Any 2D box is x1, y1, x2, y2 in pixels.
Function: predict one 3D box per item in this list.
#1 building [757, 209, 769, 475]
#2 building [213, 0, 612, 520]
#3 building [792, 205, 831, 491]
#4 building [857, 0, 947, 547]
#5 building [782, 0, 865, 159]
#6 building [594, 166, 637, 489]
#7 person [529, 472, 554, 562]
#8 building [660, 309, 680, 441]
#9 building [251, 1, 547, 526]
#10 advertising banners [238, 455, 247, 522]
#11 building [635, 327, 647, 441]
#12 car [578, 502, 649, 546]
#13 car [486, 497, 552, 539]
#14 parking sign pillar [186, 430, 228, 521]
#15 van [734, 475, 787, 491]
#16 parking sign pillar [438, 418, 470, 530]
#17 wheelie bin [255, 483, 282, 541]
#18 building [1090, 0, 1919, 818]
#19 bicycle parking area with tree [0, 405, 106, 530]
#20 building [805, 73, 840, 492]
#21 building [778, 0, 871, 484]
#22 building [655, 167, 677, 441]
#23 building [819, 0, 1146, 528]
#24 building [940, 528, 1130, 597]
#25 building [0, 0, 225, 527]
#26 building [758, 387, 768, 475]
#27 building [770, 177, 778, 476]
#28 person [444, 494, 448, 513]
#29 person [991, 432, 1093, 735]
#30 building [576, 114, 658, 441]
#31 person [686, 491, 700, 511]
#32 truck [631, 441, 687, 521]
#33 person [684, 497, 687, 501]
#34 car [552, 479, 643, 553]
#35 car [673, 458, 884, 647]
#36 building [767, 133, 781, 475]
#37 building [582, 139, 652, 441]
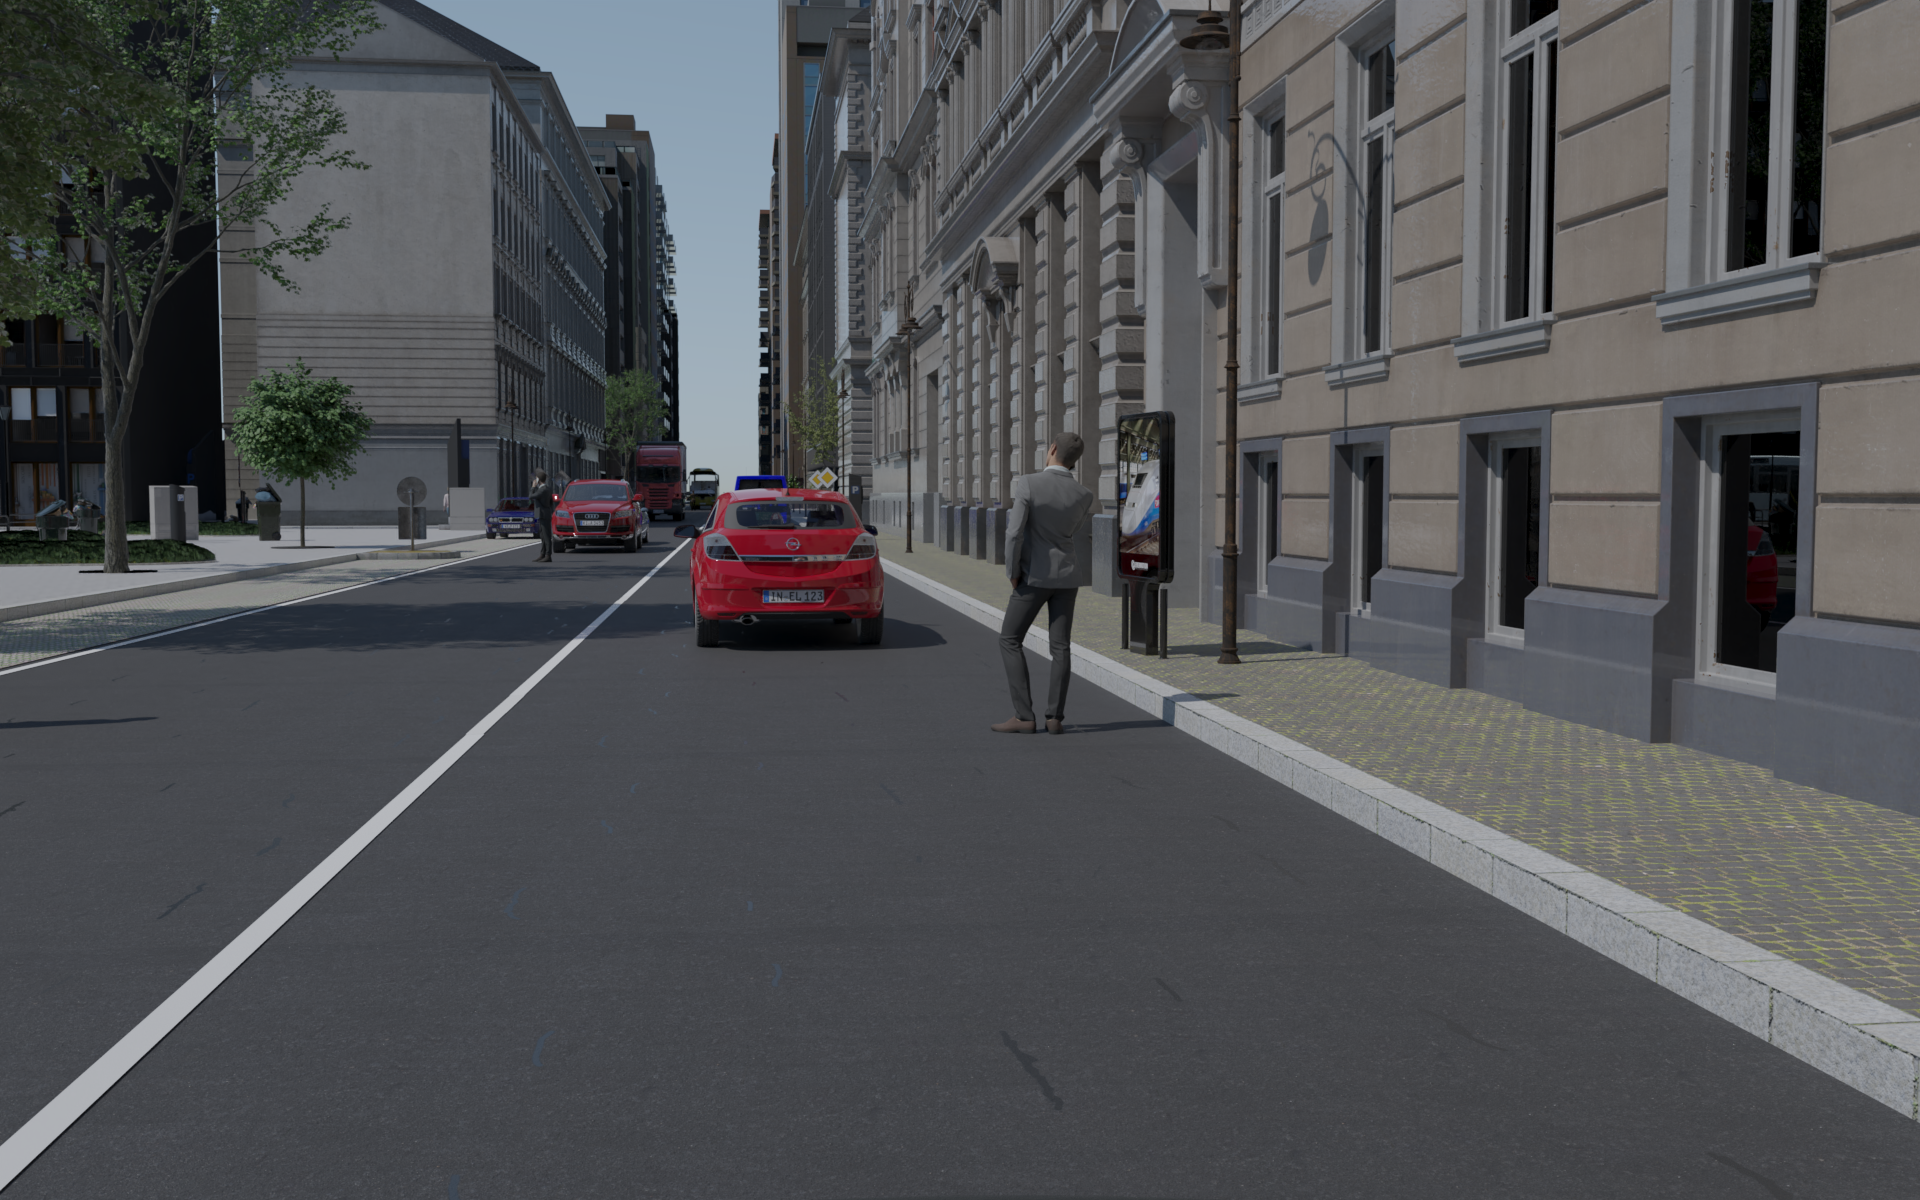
[{"bbox_3d":[-19.271,-37.126,261.637,22.147,44.769,28.867,0,4,-7],"label":"building"},{"bbox_3d":[-31.745,-20.295,108.242,17.030,29.872,44.131,0,4,-7],"label":"building"},{"bbox_3d":[-4.276,-18.330,132.984,16.112,22.955,30.059,0,4,-7],"label":"building"},{"bbox_3d":[4.254,-16.220,52.595,14.401,28.519,23.554,0,4,-7],"label":"building"},{"bbox_3d":[-9.003,-31.074,158.173,14.600,45.320,14.200,0,4,-7],"label":"building"},{"bbox_3d":[-35.858,-23.231,151.527,14.160,30.474,14.107,0,4,-7],"label":"building"},{"bbox_3d":[-8.801,-1.744,36.378,0.474,1.900,0.648,0,4,-7],"label":"person"},{"bbox_3d":[-50.282,-30.169,264.956,14.160,30.474,14.107,0,4,-7],"label":"building"},{"bbox_3d":[-24.521,-13.999,78.040,9.793,20.994,18.267,0,4,-7],"label":"building"},{"bbox_3d":[-30.008,-4.659,72.370,0.090,3.025,2.074,-1,4,-15],"label":"advertising banners"},{"bbox_3d":[-45.919,-20.014,172.273,27.650,21.520,28.899,0,4,-7],"label":"building"},{"bbox_3d":[-9.897,-2.298,49.569,2.014,1.417,4.499,0,4,-6],"label":"car"},{"bbox_3d":[-14.232,-2.658,56.043,1.945,1.354,3.894,0,4,-6],"label":"car"},{"bbox_3d":[-31.676,-5.125,72.263,1.447,3.967,1.447,1,4,12],"label":"parking sign pillar"},{"bbox_3d":[-6.781,-3.339,58.973,2.240,2.365,5.245,0,4,-7],"label":"van"},{"bbox_3d":[-18.045,-4.516,62.306,1.447,3.967,1.447,-2,4,-32],"label":"parking sign pillar"},{"bbox_3d":[-18.975,-2.423,47.518,0.693,1.594,0.980,-2,4,-25],"label":"wheelie bin"},{"bbox_3d":[9.460,-13.754,10.782,13.634,28.700,20.117,0,4,-7],"label":"building"},{"bbox_3d":[-33.460,-4.253,56.545,8.231,4.147,9.016,1,4,19],"label":"bicycle parking area with tree"},{"bbox_3d":[-1.842,-19.109,105.941,14.314,27.812,24.014,0,4,-7],"label":"building"},{"bbox_3d":[-8.152,-38.974,179.216,21.231,58.520,28.212,0,4,-7],"label":"building"},{"bbox_3d":[-52.184,-38.023,241.285,23.786,49.044,30.456,0,4,-7],"label":"building"},{"bbox_3d":[4.013,-15.183,77.122,19.941,23.489,11.050,0,4,-7],"label":"building"},{"bbox_3d":[5.466,-12.337,30.588,11.050,23.489,19.941,0,4,-7],"label":"building"},{"bbox_3d":[-41.034,-14.834,72.217,15.834,23.373,12.332,0,4,-7],"label":"building"},{"bbox_3d":[-19.992,-27.357,292.327,27.650,21.520,28.899,0,4,-7],"label":"building"},{"bbox_3d":[-19.053,-36.015,238.948,14.600,45.320,14.200,0,4,-7],"label":"building"},{"bbox_3d":[-19.444,-3.507,66.516,0.731,1.740,0.598,-1,4,-18],"label":"person"},{"bbox_3d":[0.493,-0.105,10.401,0.592,1.802,0.473,-1,4,-10],"label":"person"},{"bbox_3d":[-43.759,-34.122,208.013,14.600,45.320,14.200,0,4,-7],"label":"building"},{"bbox_3d":[-22.784,-8.481,147.880,1.217,1.735,0.721,-1,4,-21],"label":"person"},{"bbox_3d":[-16.249,-6.450,94.373,2.839,4.237,11.283,0,4,-8],"label":"truck"},{"bbox_3d":[-35.142,-12.993,221.618,0.721,1.739,1.217,0,4,5],"label":"person"},{"bbox_3d":[-9.158,-2.157,43.936,2.281,1.827,5.304,0,4,-8],"label":"car"},{"bbox_3d":[-1.861,-0.539,17.848,2.155,1.783,4.494,-1,4,-9],"label":"car"},{"bbox_3d":[-11.467,-33.895,208.809,22.147,44.769,28.867,0,4,-7],"label":"building"},{"bbox_3d":[-42.116,-31.214,193.936,14.154,41.232,14.086,0,4,-7],"label":"building"}]
